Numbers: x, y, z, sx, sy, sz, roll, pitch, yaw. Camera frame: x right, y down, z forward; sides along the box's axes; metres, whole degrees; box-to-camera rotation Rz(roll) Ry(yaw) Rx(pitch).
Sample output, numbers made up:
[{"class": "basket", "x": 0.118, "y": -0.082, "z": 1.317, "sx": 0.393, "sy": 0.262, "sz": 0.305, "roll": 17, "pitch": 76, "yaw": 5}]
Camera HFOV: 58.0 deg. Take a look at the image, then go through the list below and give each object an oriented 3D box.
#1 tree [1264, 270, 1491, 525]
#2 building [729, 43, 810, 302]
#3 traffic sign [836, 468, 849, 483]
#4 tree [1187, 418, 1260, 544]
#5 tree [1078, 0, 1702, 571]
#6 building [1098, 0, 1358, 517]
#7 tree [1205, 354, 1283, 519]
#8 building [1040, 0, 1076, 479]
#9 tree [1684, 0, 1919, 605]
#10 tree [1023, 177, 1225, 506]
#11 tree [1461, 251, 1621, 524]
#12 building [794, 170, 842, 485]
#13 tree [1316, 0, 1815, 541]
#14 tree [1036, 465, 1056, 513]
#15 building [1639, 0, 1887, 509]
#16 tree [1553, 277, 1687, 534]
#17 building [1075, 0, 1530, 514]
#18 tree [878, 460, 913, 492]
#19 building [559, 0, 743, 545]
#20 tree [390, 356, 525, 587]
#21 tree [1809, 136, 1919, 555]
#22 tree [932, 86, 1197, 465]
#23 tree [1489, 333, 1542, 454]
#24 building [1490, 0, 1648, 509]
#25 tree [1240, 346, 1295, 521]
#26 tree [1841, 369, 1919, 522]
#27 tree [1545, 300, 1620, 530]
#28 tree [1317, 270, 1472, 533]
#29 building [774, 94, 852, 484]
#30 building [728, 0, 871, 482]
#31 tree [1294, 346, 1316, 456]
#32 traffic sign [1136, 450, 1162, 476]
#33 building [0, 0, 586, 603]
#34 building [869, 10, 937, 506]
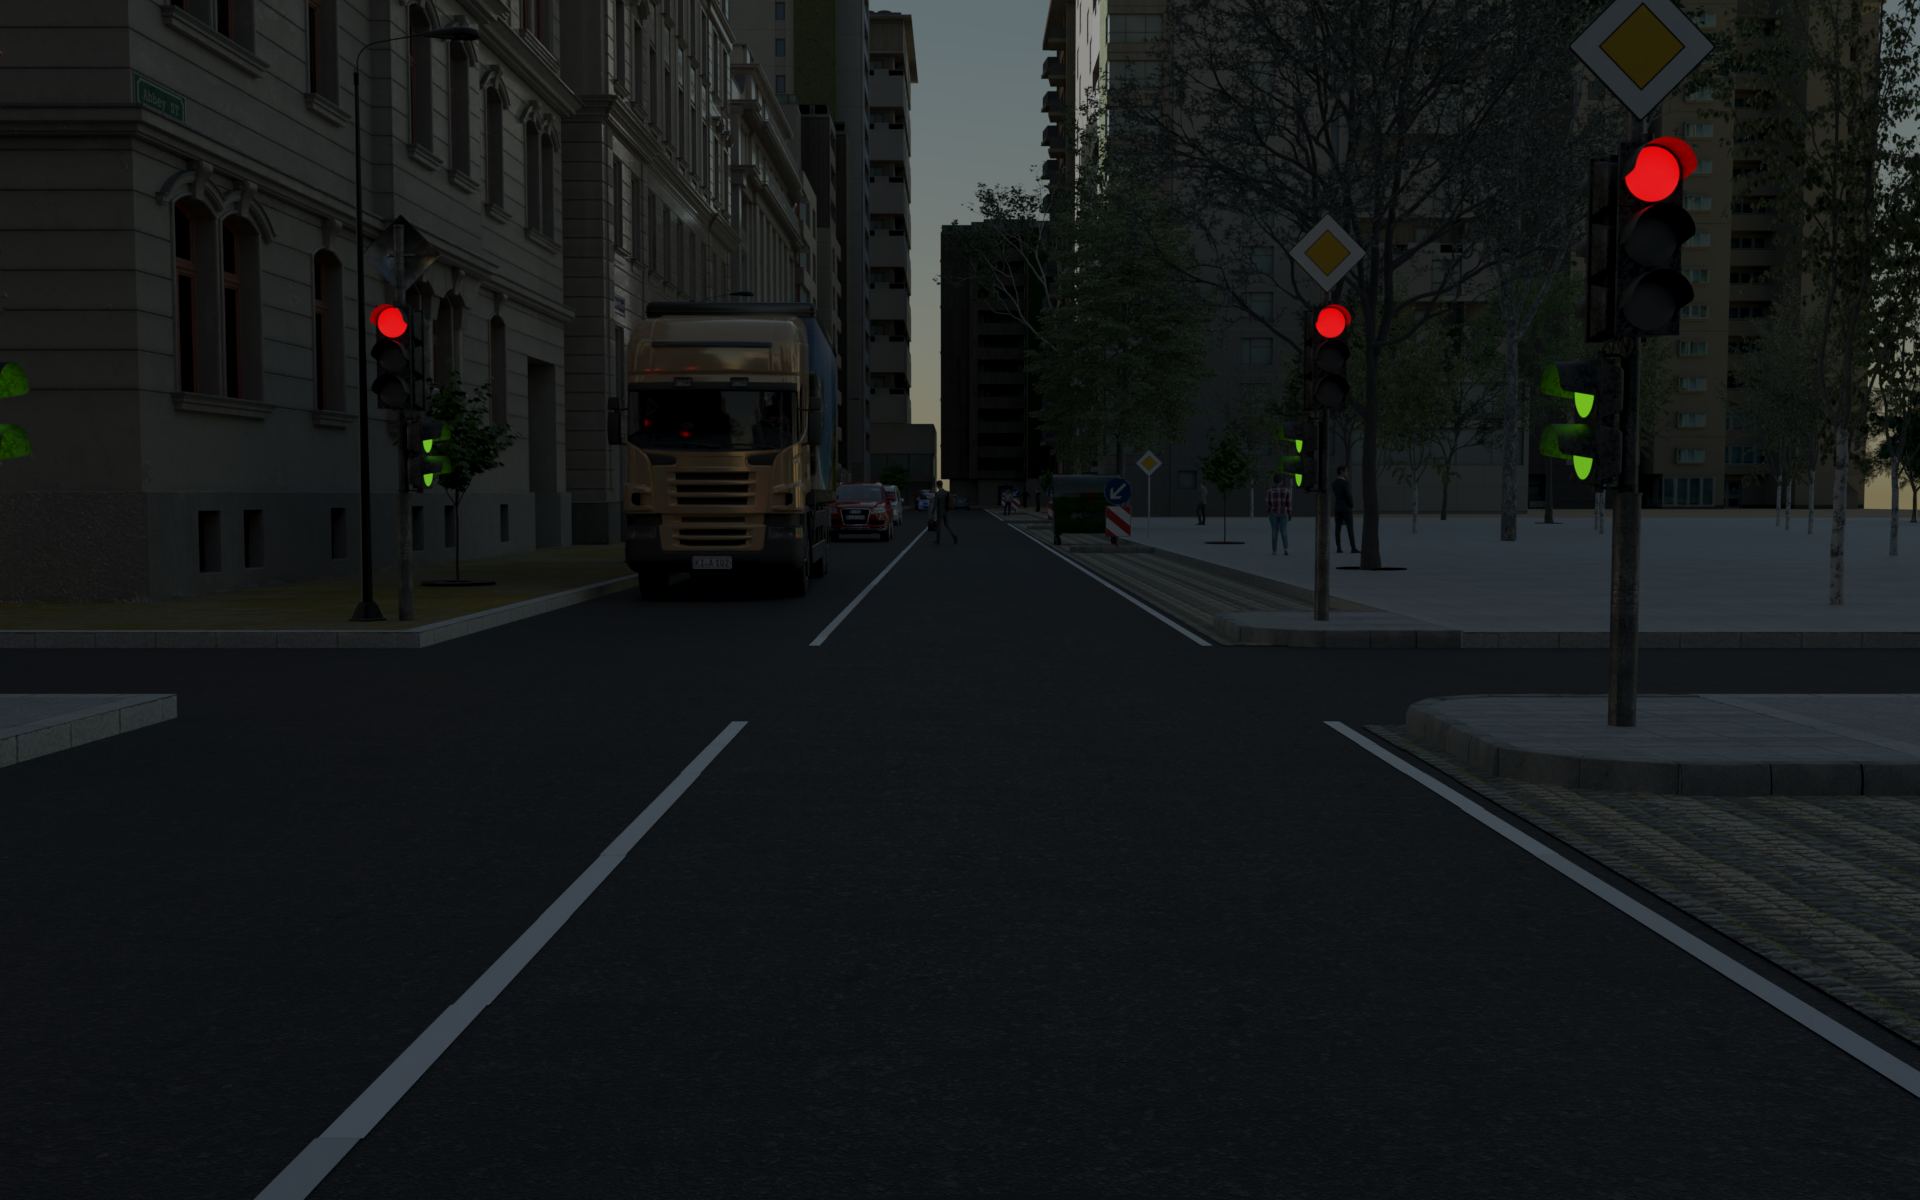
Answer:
[{"class": "tree", "x": 16.216, "y": -8.372, "z": 71.287, "sx": 7.601, "sy": 10.594, "sz": 8.767, "roll": 0, "pitch": 4, "yaw": -6}, {"class": "building", "x": -14.621, "y": -14.590, "z": 80.355, "sx": 13.314, "sy": 21.916, "sz": 24.055, "roll": 0, "pitch": 3, "yaw": 0}, {"class": "traffic sign", "x": -5.834, "y": -5.195, "z": 85.036, "sx": 0.768, "sy": 2.556, "sz": 0.104, "roll": 0, "pitch": 4, "yaw": 2}, {"class": "tree", "x": 6.939, "y": -3.050, "z": 44.476, "sx": 1.663, "sy": 3.219, "sz": 1.824, "roll": 0, "pitch": 3, "yaw": 0}, {"class": "tree", "x": 6.798, "y": -7.249, "z": 28.893, "sx": 12.009, "sy": 13.543, "sz": 11.850, "roll": 0, "pitch": 3, "yaw": 0}, {"class": "building", "x": 15.120, "y": -25.629, "z": 102.631, "sx": 14.154, "sy": 41.232, "sz": 14.086, "roll": 0, "pitch": 3, "yaw": 0}, {"class": "tree", "x": 15.011, "y": -8.545, "z": 90.072, "sx": 4.360, "sy": 8.622, "sz": 3.978, "roll": 0, "pitch": 3, "yaw": 0}, {"class": "building", "x": 18.395, "y": -30.411, "z": 151.845, "sx": 22.147, "sy": 44.769, "sz": 28.867, "roll": 0, "pitch": 3, "yaw": 0}, {"class": "tree", "x": 10.428, "y": -4.251, "z": 19.863, "sx": 4.360, "sy": 8.622, "sz": 3.978, "roll": 0, "pitch": 3, "yaw": 0}, {"class": "tree", "x": 6.146, "y": -8.819, "z": 62.315, "sx": 7.486, "sy": 12.596, "sz": 7.792, "roll": 0, "pitch": 3, "yaw": 0}, {"class": "tree", "x": 25.368, "y": -9.115, "z": 74.789, "sx": 9.928, "sy": 11.665, "sz": 9.643, "roll": 0, "pitch": 3, "yaw": 0}, {"class": "building", "x": -22.178, "y": -16.036, "z": 107.223, "sx": 27.650, "sy": 21.520, "sz": 28.899, "roll": 0, "pitch": 3, "yaw": 0}, {"class": "tree", "x": 16.206, "y": -11.624, "z": 45.947, "sx": 12.611, "sy": 20.169, "sz": 13.585, "roll": 0, "pitch": 3, "yaw": 0}, {"class": "tree", "x": 6.104, "y": -7.479, "z": 116.879, "sx": 1.663, "sy": 3.219, "sz": 1.824, "roll": 0, "pitch": 3, "yaw": 0}, {"class": "building", "x": 69.027, "y": -32.508, "z": 155.199, "sx": 21.600, "sy": 48.544, "sz": 21.300, "roll": 0, "pitch": 3, "yaw": 0}, {"class": "tree", "x": 20.915, "y": -6.448, "z": 55.791, "sx": 4.737, "sy": 8.622, "sz": 4.395, "roll": 0, "pitch": 3, "yaw": 0}, {"class": "building", "x": 22.450, "y": -32.648, "z": 123.030, "sx": 28.713, "sy": 52.752, "sz": 27.495, "roll": 0, "pitch": 3, "yaw": 0}, {"class": "tree", "x": -6.145, "y": -11.028, "z": 164.015, "sx": 4.285, "sy": 4.588, "sz": 4.351, "roll": 0, "pitch": 3, "yaw": 0}, {"class": "building", "x": -14.500, "y": -15.763, "z": 54.984, "sx": 12.463, "sy": 27.353, "sz": 25.104, "roll": 0, "pitch": 3, "yaw": 0}, {"class": "tree", "x": -7.226, "y": -1.821, "z": 24.382, "sx": 1.663, "sy": 3.219, "sz": 1.824, "roll": 0, "pitch": 3, "yaw": 0}, {"class": "tree", "x": 19.501, "y": -5.222, "z": 35.744, "sx": 4.737, "sy": 8.622, "sz": 4.395, "roll": 0, "pitch": 3, "yaw": 0}, {"class": "tree", "x": 5.037, "y": -13.911, "z": 83.339, "sx": 12.611, "sy": 20.169, "sz": 13.585, "roll": 0, "pitch": 3, "yaw": 0}, {"class": "tree", "x": 23.802, "y": -9.187, "z": 84.619, "sx": 8.767, "sy": 10.594, "sz": 7.601, "roll": 0, "pitch": 4, "yaw": -3}, {"class": "building", "x": 47.383, "y": -43.835, "z": 154.949, "sx": 20.611, "sy": 71.187, "sz": 20.563, "roll": 0, "pitch": 3, "yaw": 0}, {"class": "tree", "x": 15.876, "y": -8.150, "z": 83.622, "sx": 4.737, "sy": 8.622, "sz": 4.395, "roll": 0, "pitch": 3, "yaw": 0}, {"class": "tree", "x": 44.604, "y": -6.876, "z": 75.328, "sx": 11.467, "sy": 7.101, "sz": 20.602, "roll": 0, "pitch": 4, "yaw": -2}, {"class": "tree", "x": 23.034, "y": -6.811, "z": 61.722, "sx": 4.360, "sy": 8.622, "sz": 3.978, "roll": 0, "pitch": 3, "yaw": 0}, {"class": "tree", "x": 14.811, "y": -6.484, "z": 56.373, "sx": 4.737, "sy": 8.622, "sz": 4.395, "roll": 0, "pitch": 3, "yaw": 0}, {"class": "building", "x": -15.552, "y": -21.831, "z": 128.635, "sx": 14.160, "sy": 30.474, "sz": 14.107, "roll": 0, "pitch": 3, "yaw": 0}, {"class": "building", "x": -22.329, "y": -37.502, "z": 155.161, "sx": 28.212, "sy": 58.520, "sz": 21.231, "roll": 0, "pitch": 3, "yaw": 0}, {"class": "tree", "x": 15.334, "y": -6.919, "z": 63.482, "sx": 4.737, "sy": 8.622, "sz": 4.395, "roll": 0, "pitch": 3, "yaw": 0}, {"class": "traffic sign", "x": 5.640, "y": -3.168, "z": 51.535, "sx": 0.795, "sy": 2.593, "sz": 0.064, "roll": 1, "pitch": 4, "yaw": 9}, {"class": "building", "x": -15.770, "y": -14.879, "z": 30.664, "sx": 14.401, "sy": 28.519, "sz": 23.554, "roll": 0, "pitch": 3, "yaw": 0}, {"class": "building", "x": -16.500, "y": -36.833, "z": 191.451, "sx": 27.495, "sy": 52.752, "sz": 28.713, "roll": 0, "pitch": 3, "yaw": 0}]
